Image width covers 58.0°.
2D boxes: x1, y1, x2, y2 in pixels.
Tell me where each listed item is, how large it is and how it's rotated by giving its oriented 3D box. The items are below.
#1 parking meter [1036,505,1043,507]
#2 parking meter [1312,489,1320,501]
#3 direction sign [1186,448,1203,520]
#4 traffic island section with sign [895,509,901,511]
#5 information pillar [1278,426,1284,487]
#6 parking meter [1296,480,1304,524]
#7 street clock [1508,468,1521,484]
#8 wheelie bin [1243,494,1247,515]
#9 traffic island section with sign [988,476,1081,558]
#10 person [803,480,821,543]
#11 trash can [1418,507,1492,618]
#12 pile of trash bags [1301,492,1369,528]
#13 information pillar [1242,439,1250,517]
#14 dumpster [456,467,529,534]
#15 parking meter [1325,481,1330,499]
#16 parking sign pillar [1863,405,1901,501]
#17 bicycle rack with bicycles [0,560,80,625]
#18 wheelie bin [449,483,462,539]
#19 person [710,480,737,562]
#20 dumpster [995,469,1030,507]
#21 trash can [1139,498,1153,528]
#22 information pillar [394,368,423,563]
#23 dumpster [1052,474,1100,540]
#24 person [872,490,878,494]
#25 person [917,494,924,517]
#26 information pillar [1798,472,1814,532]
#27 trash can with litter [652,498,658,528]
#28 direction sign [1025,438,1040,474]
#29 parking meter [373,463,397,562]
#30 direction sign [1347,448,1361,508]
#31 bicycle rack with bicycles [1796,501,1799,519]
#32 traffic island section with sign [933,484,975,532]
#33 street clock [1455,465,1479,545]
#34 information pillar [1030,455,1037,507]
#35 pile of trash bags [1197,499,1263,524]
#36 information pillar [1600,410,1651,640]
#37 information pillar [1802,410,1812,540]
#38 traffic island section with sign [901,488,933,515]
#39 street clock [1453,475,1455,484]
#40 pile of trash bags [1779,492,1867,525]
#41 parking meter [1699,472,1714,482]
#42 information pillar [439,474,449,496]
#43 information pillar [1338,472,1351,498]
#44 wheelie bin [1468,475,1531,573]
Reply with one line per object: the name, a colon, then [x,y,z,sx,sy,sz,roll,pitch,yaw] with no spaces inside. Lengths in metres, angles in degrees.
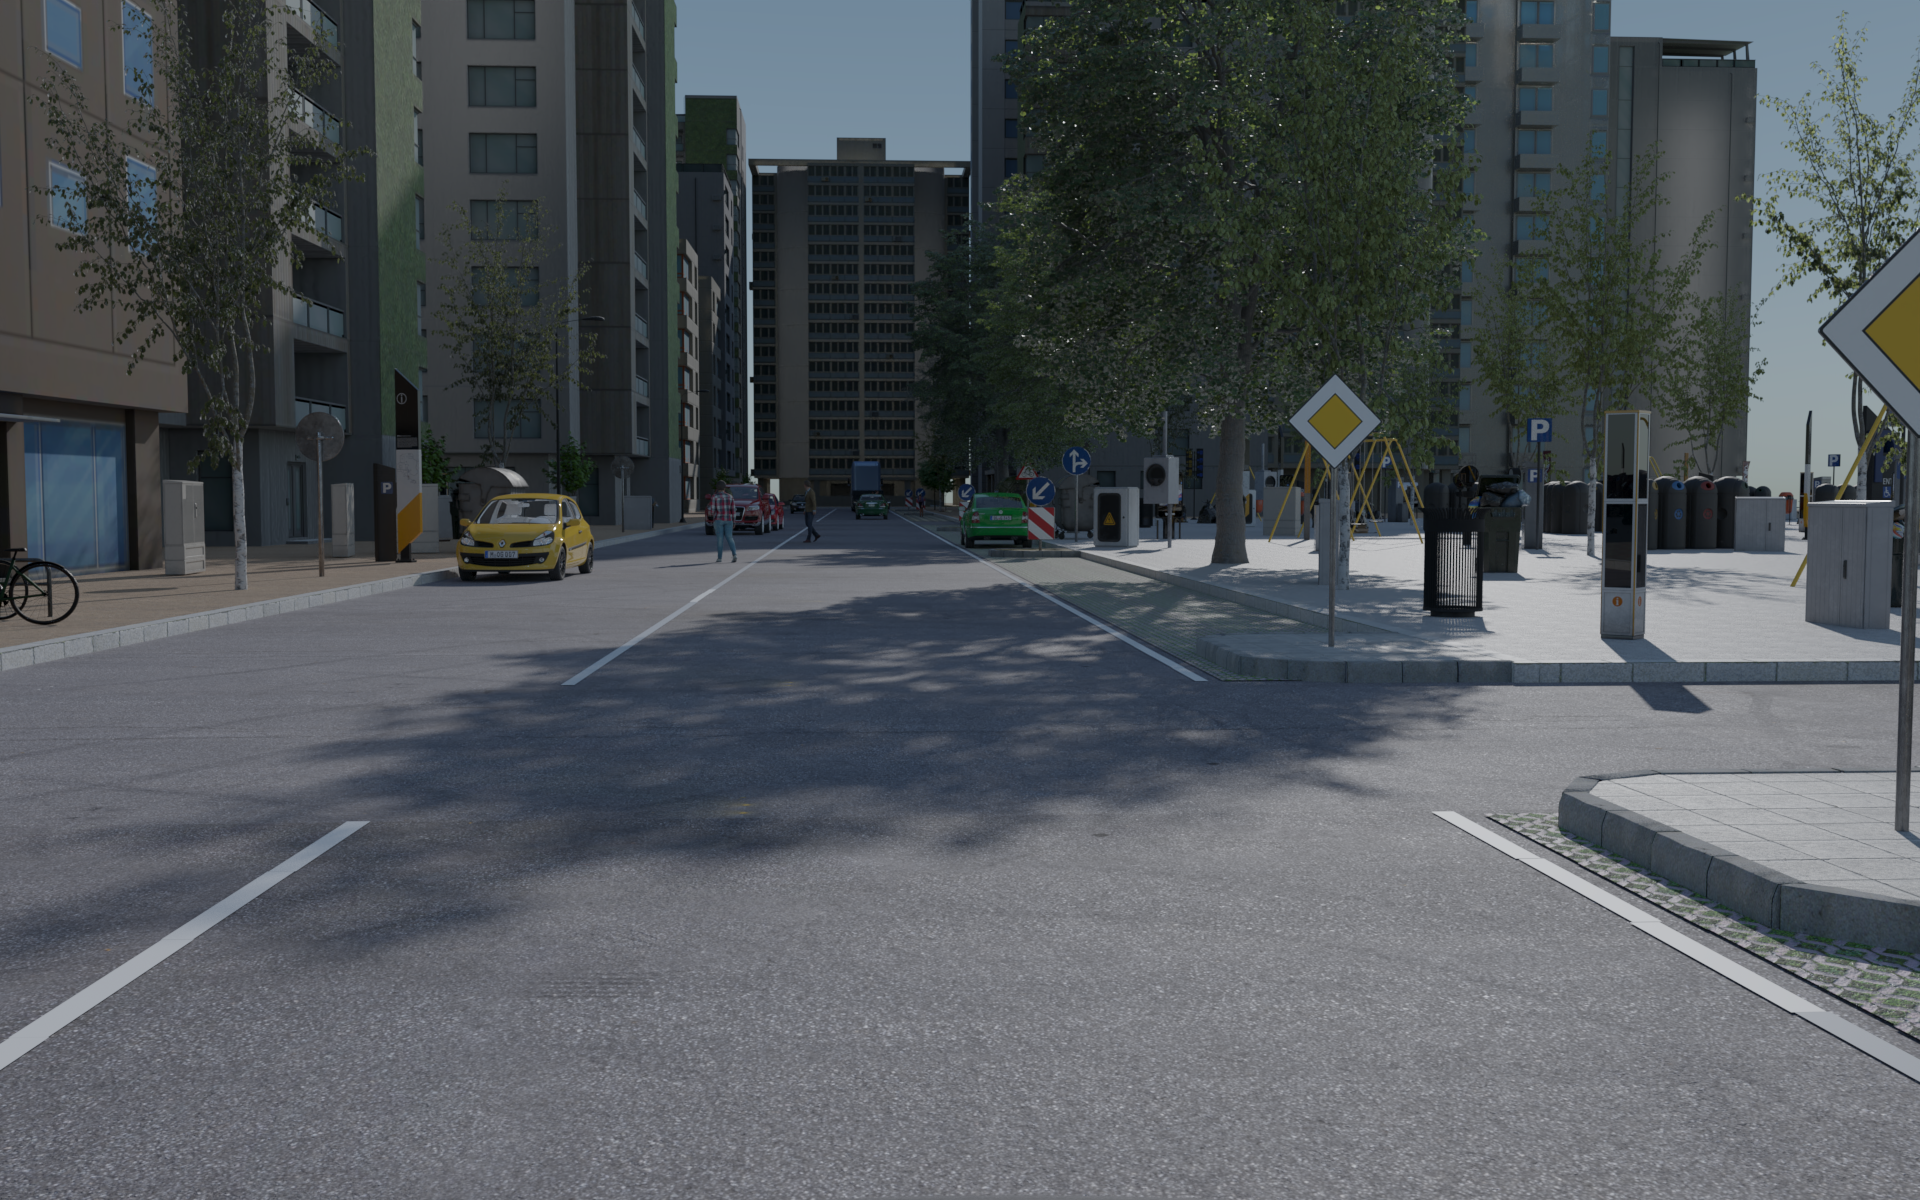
parking meter: [3.396,-4.046,74.570,0.372,1.533,0.369,0,3,0]
parking meter: [17.881,-4.811,87.065,0.372,1.533,0.369,0,3,0]
direction sign: [11.639,-5.751,86.027,0.876,3.537,0.379,1,4,19]
traffic island section with sign: [-4.361,-8.233,143.236,1.989,1.847,2.006,0,4,-3]
information pillar: [10.932,-4.143,59.099,0.183,3.616,0.504,0,4,-2]
parking meter: [14.478,-4.148,73.524,0.399,1.863,0.255,-1,4,-14]
street clock: [15.216,-2.631,47.592,0.358,2.002,0.471,0,4,-1]
wheelie bin: [8.756,-2.883,55.038,0.693,1.594,0.980,1,4,11]
traffic island section with sign: [1.668,-1.904,39.765,1.989,1.847,2.006,0,4,-3]
person: [-4.452,-2.629,51.393,0.656,1.842,0.836,2,4,34]
trash can: [5.181,-0.399,18.180,0.748,1.137,0.748,0,3,0]
pile of trash bags: [14.011,-3.463,66.364,1.912,1.369,3.447,-3,4,-38]
information pillar: [10.210,-4.357,62.598,0.504,3.616,0.183,-1,4,-12]
dumpster: [-10.224,-1.964,37.872,1.264,1.857,1.865,0,4,-3]
parking meter: [16.869,-4.484,79.025,0.399,1.863,0.255,-2,4,-33]
parking sign pillar: [28.148,-3.940,52.891,1.447,3.967,1.447,-2,4,-23]
bicycle rack with bicycles: [-10.130,-0.221,16.993,2.925,0.926,2.852,0,4,-4]
wheelie bin: [-14.046,-2.520,49.116,0.980,1.594,0.693,2,4,34]
person: [-4.976,-1.657,36.428,0.563,1.720,0.643,-2,4,-27]
dumpster: [2.156,-3.967,67.348,1.502,2.255,1.985,0,4,-3]
trash can: [7.049,-3.320,65.930,0.748,1.137,0.748,0,3,0]
information pillar: [-10.313,-2.508,32.366,0.504,3.616,0.183,1,4,13]
dumpster: [3.332,-2.670,49.405,1.264,1.857,1.865,0,4,-3]
person: [-5.902,-6.903,122.171,0.445,1.727,0.742,1,4,17]
person: [-2.438,-5.913,108.415,0.421,1.427,0.697,1,4,13]
information pillar: [28.361,-3.276,58.059,0.304,2.012,0.304,0,4,-7]
trash can with litter: [-11.634,-3.244,64.432,0.624,1.170,1.055,0,4,3]
direction sign: [2.885,-4.707,68.953,0.379,3.537,0.876,-3,5,-40]
parking meter: [-10.927,-1.667,32.966,0.399,1.863,0.255,-3,4,-36]
direction sign: [13.775,-4.221,61.016,0.379,3.537,0.876,-2,4,-32]
bicycle rack with bicycles: [43.889,-4.594,88.488,2.925,0.926,2.852,-1,4,-16]
traffic island section with sign: [0.106,-3.550,66.675,1.989,1.847,2.006,0,4,-3]
street clock: [12.829,-2.395,43.728,0.471,2.002,0.358,0,4,8]
information pillar: [2.739,-4.503,64.973,0.183,3.616,0.504,-1,4,-19]
pile of trash bags: [12.084,-4.045,75.881,3.447,1.369,1.912,-3,5,-40]
information pillar: [5.890,-0.663,15.339,0.304,2.012,0.304,3,5,40]
information pillar: [23.682,-3.488,48.388,0.183,3.616,0.504,2,4,34]
traffic island section with sign: [-2.777,-6.578,116.171,1.989,1.847,2.006,0,4,-3]
street clock: [16.851,-3.290,58.357,0.471,2.002,0.358,0,4,4]
pile of trash bags: [36.017,-3.861,72.887,3.447,1.369,1.912,-1,4,-11]
parking meter: [19.688,-2.445,45.694,0.399,1.863,0.255,2,4,29]
information pillar: [-18.496,-3.525,62.120,0.304,2.012,0.304,0,4,-4]
information pillar: [12.864,-3.277,58.064,0.304,2.012,0.304,-3,5,-42]
wheelie bin: [8.851,-1.251,28.356,0.980,1.594,0.693,0,4,4]
